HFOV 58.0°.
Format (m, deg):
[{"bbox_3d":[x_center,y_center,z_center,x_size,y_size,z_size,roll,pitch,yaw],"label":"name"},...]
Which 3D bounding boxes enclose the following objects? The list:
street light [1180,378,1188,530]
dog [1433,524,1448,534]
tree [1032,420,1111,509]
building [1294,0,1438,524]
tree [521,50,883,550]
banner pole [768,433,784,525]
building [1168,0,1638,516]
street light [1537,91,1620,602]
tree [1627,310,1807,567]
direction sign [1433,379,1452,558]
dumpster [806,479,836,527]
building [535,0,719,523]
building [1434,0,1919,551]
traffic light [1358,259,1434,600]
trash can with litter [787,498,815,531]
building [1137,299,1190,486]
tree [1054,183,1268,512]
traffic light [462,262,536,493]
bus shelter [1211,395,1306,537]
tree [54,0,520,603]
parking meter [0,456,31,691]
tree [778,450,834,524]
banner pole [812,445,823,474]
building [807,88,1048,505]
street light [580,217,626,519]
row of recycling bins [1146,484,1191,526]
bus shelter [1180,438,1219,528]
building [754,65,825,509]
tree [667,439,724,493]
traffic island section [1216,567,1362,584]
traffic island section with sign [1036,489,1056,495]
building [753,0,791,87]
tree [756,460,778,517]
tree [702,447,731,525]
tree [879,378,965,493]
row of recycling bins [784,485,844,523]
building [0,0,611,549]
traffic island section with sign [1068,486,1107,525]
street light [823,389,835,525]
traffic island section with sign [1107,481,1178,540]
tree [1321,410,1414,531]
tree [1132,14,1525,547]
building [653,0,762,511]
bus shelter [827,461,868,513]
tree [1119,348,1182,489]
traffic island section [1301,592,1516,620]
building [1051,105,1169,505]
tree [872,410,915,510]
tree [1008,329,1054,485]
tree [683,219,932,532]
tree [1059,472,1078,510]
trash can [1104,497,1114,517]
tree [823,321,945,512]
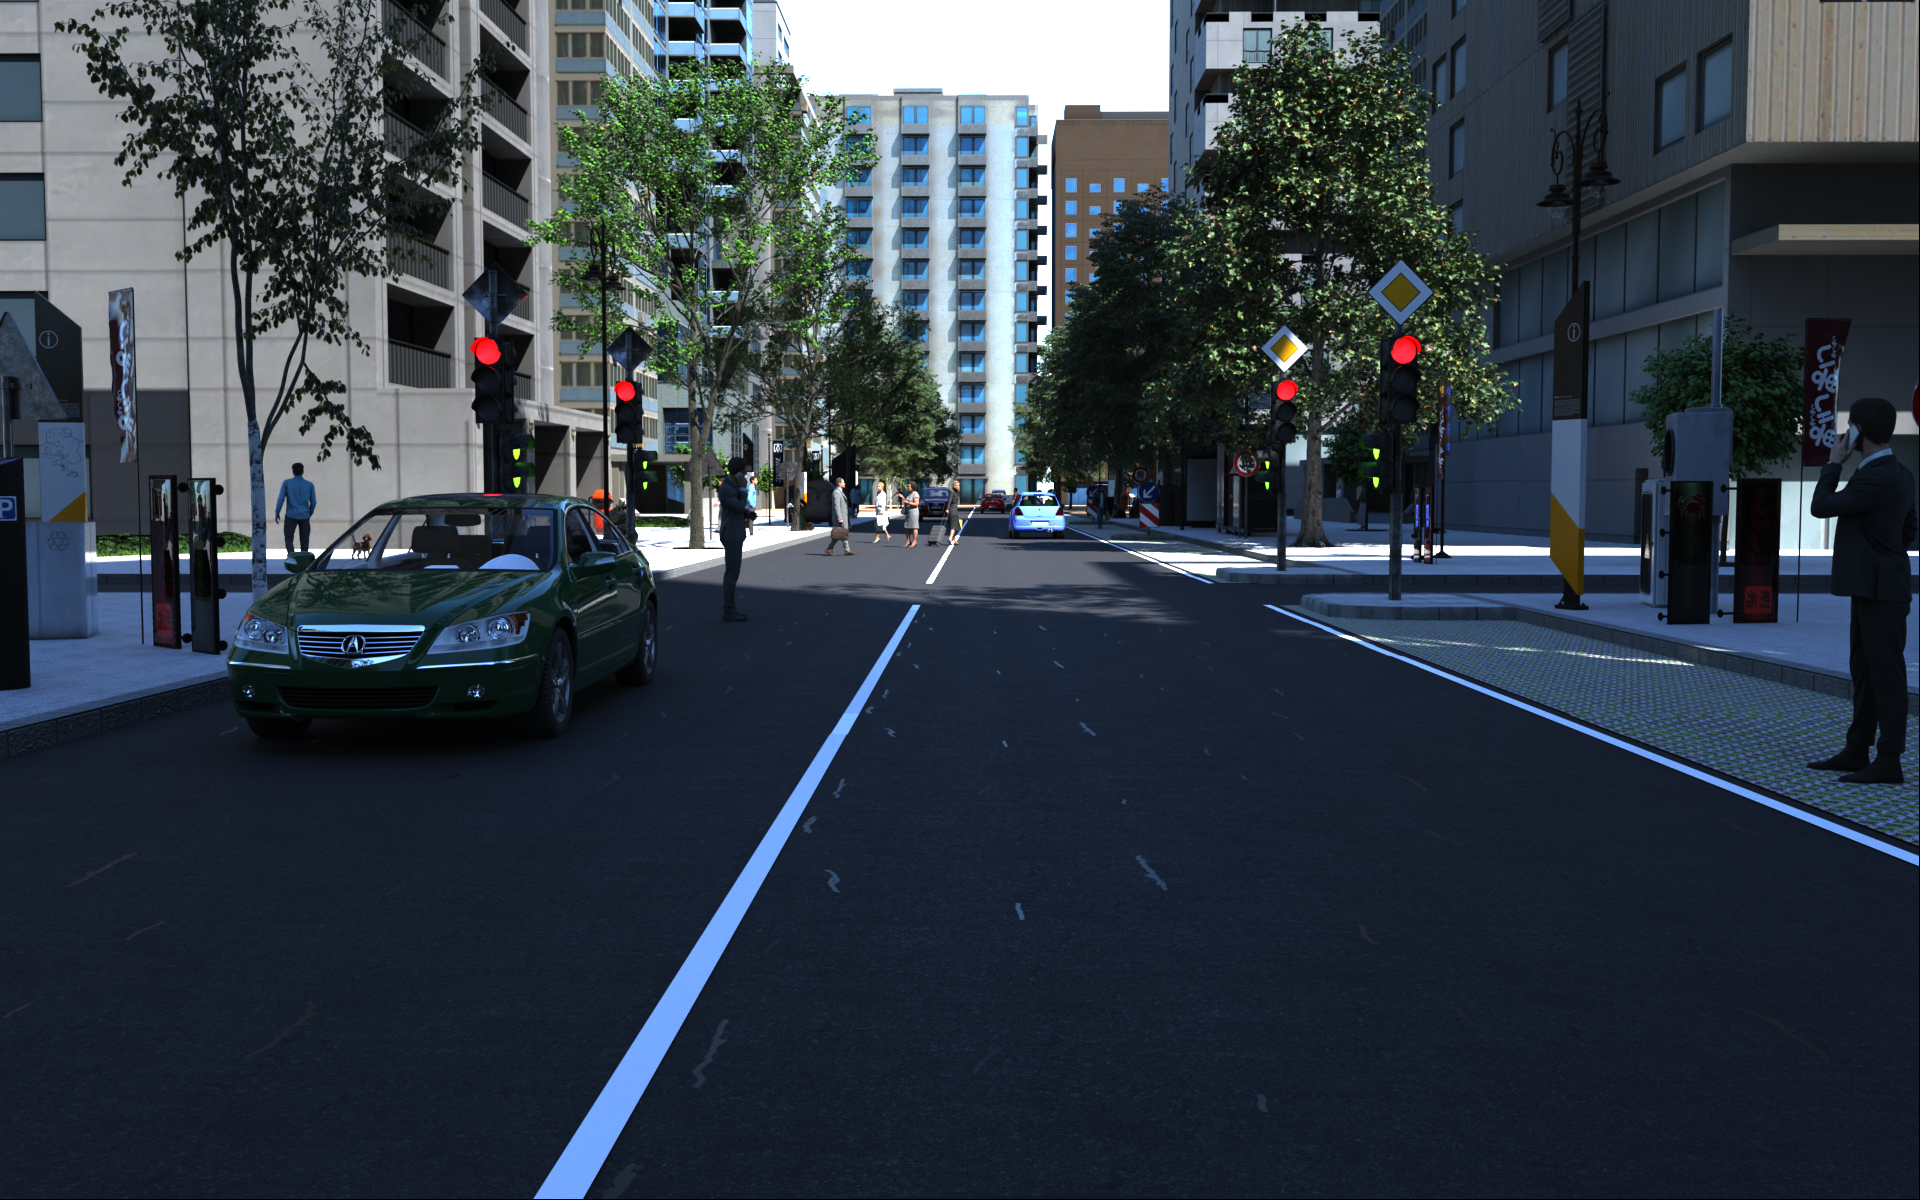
[{"bbox_3d":[7.916,-5.426,61.502,0.468,5.910,1.993,0,4,1],"label":"street light"},{"bbox_3d":[15.404,-2.340,55.987,0.550,0.427,0.748,-1,4,-15],"label":"dog"},{"bbox_3d":[9.879,-13.151,149.437,7.601,10.594,8.767,-1,4,-12],"label":"tree"},{"bbox_3d":[33.426,-23.857,81.946,32.217,40.220,23.993,0,4,1],"label":"building"},{"bbox_3d":[-5.967,-6.989,40.022,9.928,11.665,9.643,0,3,0],"label":"tree"},{"bbox_3d":[-7.609,-4.960,71.117,0.863,3.779,0.401,-2,4,-28],"label":"banner pole"},{"bbox_3d":[30.204,-32.960,128.136,28.713,52.752,27.495,0,4,1],"label":"building"},{"bbox_3d":[7.254,-2.917,20.475,0.468,5.910,1.993,0,4,1],"label":"street light"},{"bbox_3d":[13.671,-2.896,31.060,4.285,4.588,4.351,0,3,0],"label":"tree"},{"bbox_3d":[9.660,-2.607,34.623,0.379,3.537,0.876,2,4,30],"label":"direction sign"},{"bbox_3d":[-5.585,-3.870,69.026,1.264,1.857,1.865,0,4,1],"label":"dumpster"},{"bbox_3d":[-27.404,-23.722,79.733,32.217,40.220,23.993,0,4,1],"label":"building"},{"bbox_3d":[29.606,-28.086,48.444,27.495,52.752,28.713,0,4,1],"label":"building"},{"bbox_3d":[5.250,-1.954,20.866,0.839,4.253,0.868,0,4,1],"label":"traffic light"},{"bbox_3d":[-5.555,-3.010,60.600,0.624,1.170,1.055,2,4,25],"label":"trash can with litter"},{"bbox_3d":[31.232,-19.116,157.583,27.650,21.520,28.899,0,4,1],"label":"building"},{"bbox_3d":[8.684,-10.067,71.247,9.857,13.997,8.962,0,3,0],"label":"tree"},{"bbox_3d":[-5.611,-1.962,20.994,0.839,4.253,0.868,0,4,1],"label":"traffic light"},{"bbox_3d":[9.370,-4.796,56.047,2.179,5.291,8.768,0,4,1],"label":"bus shelter"},{"bbox_3d":[-6.987,-4.113,17.605,4.360,8.622,3.978,0,3,0],"label":"tree"},{"bbox_3d":[-6.354,-0.183,11.406,0.372,1.533,0.369,0,3,0],"label":"parking meter"},{"bbox_3d":[-6.520,-4.894,74.626,1.663,3.219,1.824,0,3,0],"label":"tree"},{"bbox_3d":[-7.220,-6.014,88.351,0.863,3.779,0.401,-3,5,-41],"label":"banner pole"},{"bbox_3d":[-4.969,-35.937,207.184,30.456,49.044,23.786,0,4,1],"label":"building"},{"bbox_3d":[-5.990,-3.452,29.229,0.468,5.910,1.993,0,4,1],"label":"street light"},{"bbox_3d":[8.811,-3.812,69.443,1.069,1.692,3.534,-3,5,-39],"label":"row of recycling bins"},{"bbox_3d":[9.311,-4.248,63.381,2.014,3.302,5.546,0,4,1],"label":"bus shelter"},{"bbox_3d":[-24.694,-28.377,155.851,23.993,40.220,32.217,0,4,1],"label":"building"},{"bbox_3d":[-14.563,-6.811,95.066,4.285,4.588,4.351,0,3,0],"label":"tree"},{"bbox_3d":[5.396,-0.409,28.964,2.009,0.180,2.903,0,4,1],"label":"traffic island section"},{"bbox_3d":[6.755,-7.467,130.709,1.989,1.847,2.006,0,4,1],"label":"traffic island section with sign"},{"bbox_3d":[-34.329,-40.559,205.132,28.212,58.520,21.231,0,4,1],"label":"building"},{"bbox_3d":[-10.768,-6.291,97.455,1.663,3.219,1.824,0,3,0],"label":"tree"},{"bbox_3d":[-10.084,-4.749,72.256,1.663,3.219,1.824,0,3,0],"label":"tree"},{"bbox_3d":[-4.168,-15.306,167.267,9.611,12.733,9.660,0,3,0],"label":"tree"},{"bbox_3d":[-6.575,-4.389,78.874,1.069,1.692,3.534,3,4,39],"label":"row of recycling bins"},{"bbox_3d":[-21.323,-37.322,48.460,20.563,71.187,20.611,0,4,1],"label":"building"},{"bbox_3d":[6.095,-4.441,81.233,1.989,1.847,2.006,0,4,1],"label":"traffic island section with sign"},{"bbox_3d":[-5.359,-6.025,71.299,0.468,5.910,1.993,0,4,1],"label":"street light"},{"bbox_3d":[5.748,-2.792,54.280,1.989,1.847,2.006,0,4,1],"label":"traffic island section with sign"},{"bbox_3d":[14.121,-4.688,60.361,4.285,4.588,4.351,0,3,0],"label":"tree"},{"bbox_3d":[8.653,-7.622,41.622,9.611,12.733,9.660,0,3,0],"label":"tree"},{"bbox_3d":[-24.928,-49.259,118.061,22.319,86.520,31.000,0,4,1],"label":"building"},{"bbox_3d":[-6.522,-6.577,101.458,2.014,3.302,5.546,0,4,1],"label":"bus shelter"},{"bbox_3d":[9.459,-8.255,85.338,4.737,8.622,4.395,0,3,0],"label":"tree"},{"bbox_3d":[5.290,0.080,20.980,2.009,0.180,2.903,0,4,1],"label":"traffic island section"},{"bbox_3d":[17.995,-33.793,202.627,14.200,45.320,14.600,0,4,1],"label":"building"},{"bbox_3d":[-5.535,-12.205,149.917,4.737,8.622,4.395,0,3,0],"label":"tree"},{"bbox_3d":[8.742,-11.450,93.864,9.857,13.997,8.962,0,3,0],"label":"tree"},{"bbox_3d":[-5.455,-7.603,58.727,8.767,10.594,7.601,-3,5,-40],"label":"tree"},{"bbox_3d":[9.152,-8.978,141.394,1.663,3.219,1.824,0,3,0],"label":"tree"},{"bbox_3d":[8.523,-5.342,98.996,0.748,1.137,0.748,0,3,0],"label":"trash can"},{"bbox_3d":[-5.712,-13.446,126.490,9.857,13.997,8.962,0,3,0],"label":"tree"}]
